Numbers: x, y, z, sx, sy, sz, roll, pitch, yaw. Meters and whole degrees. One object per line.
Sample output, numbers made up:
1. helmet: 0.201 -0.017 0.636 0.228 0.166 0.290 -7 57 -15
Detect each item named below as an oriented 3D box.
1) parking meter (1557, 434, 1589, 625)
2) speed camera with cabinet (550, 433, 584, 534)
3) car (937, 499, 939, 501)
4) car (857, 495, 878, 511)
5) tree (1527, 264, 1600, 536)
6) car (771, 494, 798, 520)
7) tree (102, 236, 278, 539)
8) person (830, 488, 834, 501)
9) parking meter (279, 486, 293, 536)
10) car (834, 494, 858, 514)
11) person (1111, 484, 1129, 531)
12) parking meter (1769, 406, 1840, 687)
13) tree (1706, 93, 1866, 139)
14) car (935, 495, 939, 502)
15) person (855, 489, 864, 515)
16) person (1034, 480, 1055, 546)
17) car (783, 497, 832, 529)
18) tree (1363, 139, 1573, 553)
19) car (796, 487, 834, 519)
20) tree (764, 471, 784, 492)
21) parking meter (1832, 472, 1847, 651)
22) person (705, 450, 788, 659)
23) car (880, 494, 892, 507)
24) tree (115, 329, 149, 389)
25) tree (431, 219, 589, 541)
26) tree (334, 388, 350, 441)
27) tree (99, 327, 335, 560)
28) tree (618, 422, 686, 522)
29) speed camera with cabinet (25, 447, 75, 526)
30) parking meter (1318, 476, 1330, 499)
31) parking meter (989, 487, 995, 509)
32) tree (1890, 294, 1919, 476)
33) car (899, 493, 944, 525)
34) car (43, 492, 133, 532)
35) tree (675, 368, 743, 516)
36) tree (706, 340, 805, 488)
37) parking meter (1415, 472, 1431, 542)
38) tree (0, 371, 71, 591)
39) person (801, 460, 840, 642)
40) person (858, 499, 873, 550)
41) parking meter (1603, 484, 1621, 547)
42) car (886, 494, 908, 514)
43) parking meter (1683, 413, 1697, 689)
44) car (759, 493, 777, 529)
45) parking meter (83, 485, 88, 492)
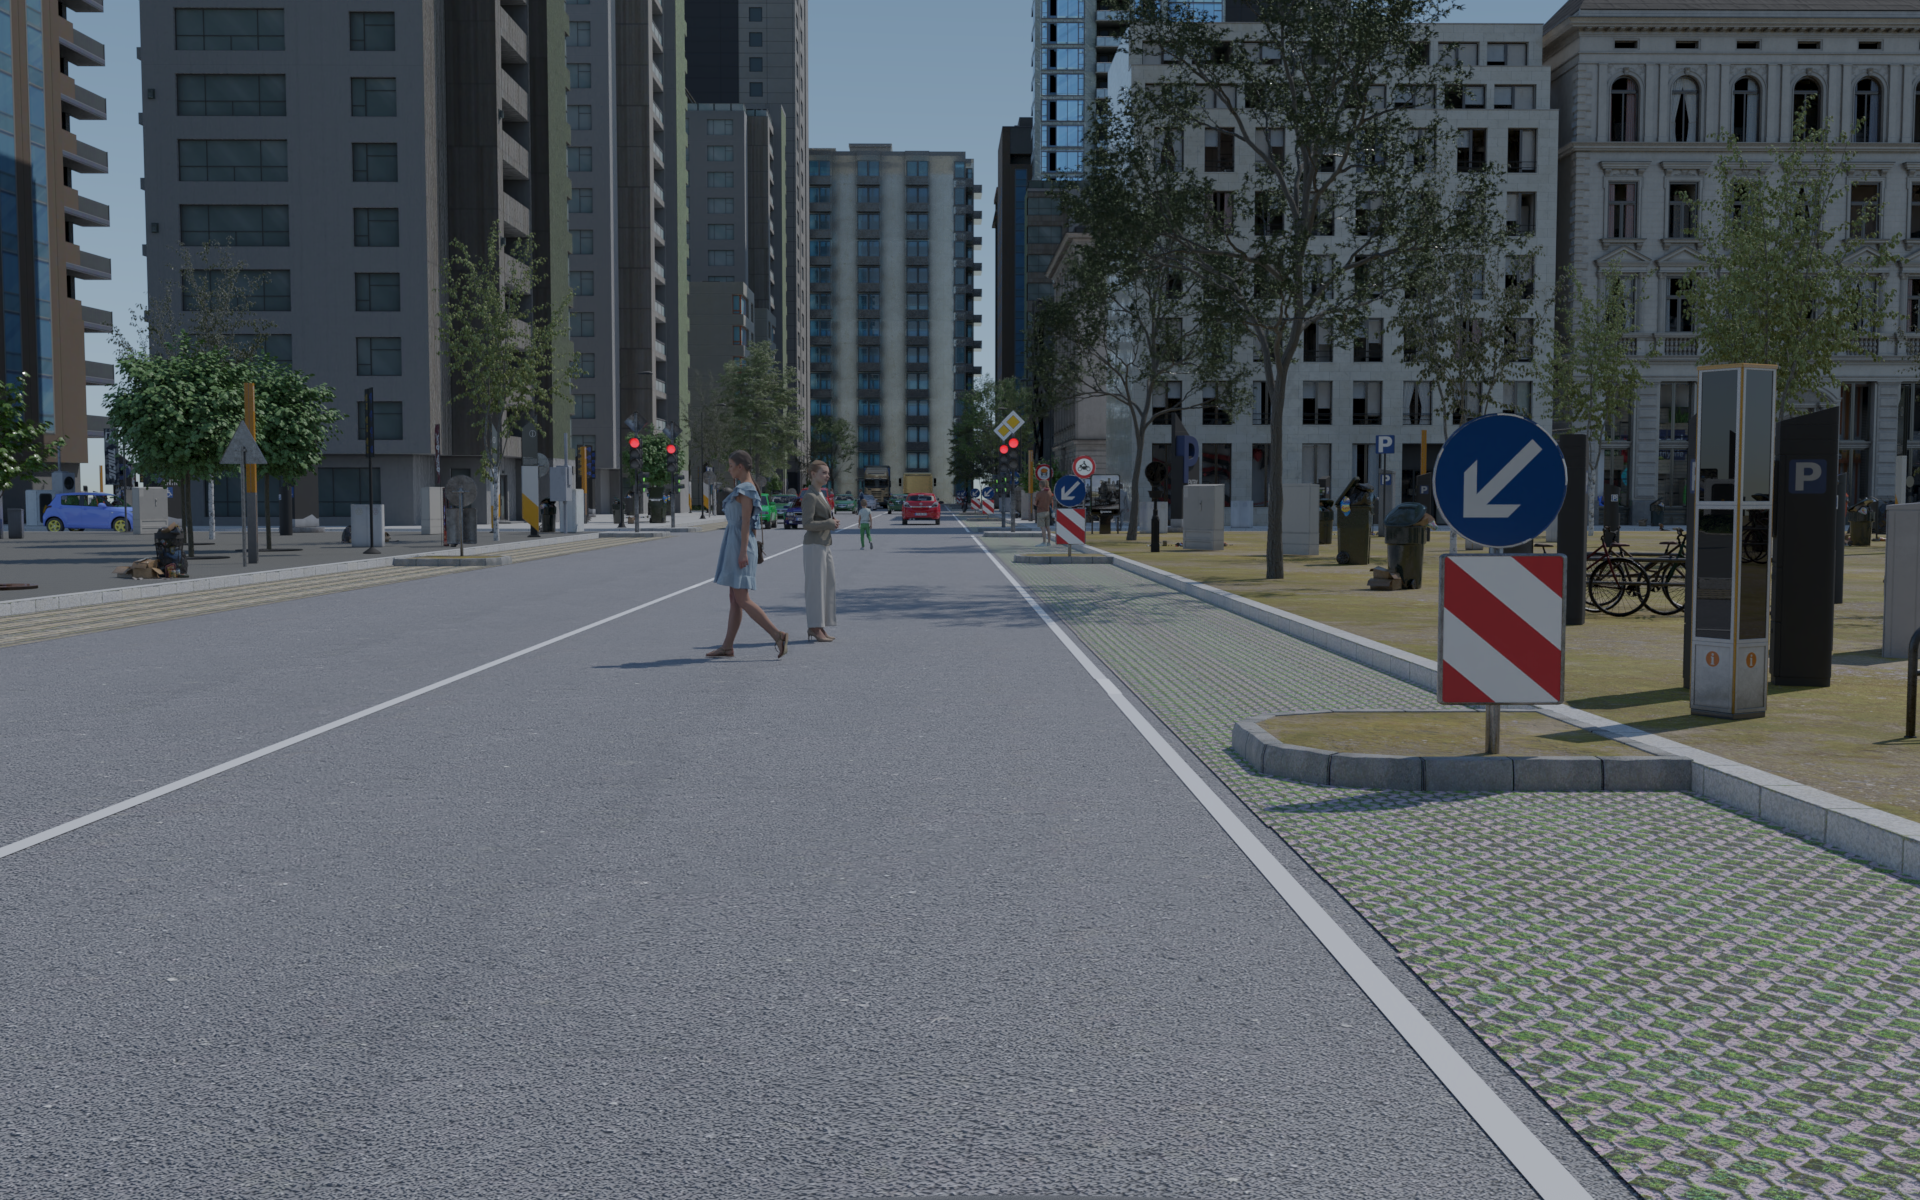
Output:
1. parking meter: 6.041 -0.696 17.086 0.255 1.863 0.399 2 4 24
2. speed camera with cabinet: -12.921 -3.826 56.892 0.660 3.252 2.038 0 4 3
3. car: -2.619 -7.629 136.731 2.014 1.417 4.499 0 4 -1
4. car: -8.259 -8.537 151.944 2.083 1.381 4.827 0 4 -1
5. tree: 19.438 -6.288 53.165 4.737 8.622 4.395 0 3 0
6. car: -8.679 -4.514 85.596 2.131 1.459 4.920 0 4 -1
7. tree: -21.407 -6.019 48.778 4.360 8.622 3.978 0 3 0
8. person: -8.791 -6.667 117.633 0.709 1.813 0.853 2 4 26
9. parking meter: -20.869 -2.764 53.598 0.372 1.533 0.369 0 3 0
10. car: -8.369 -6.922 124.968 2.131 1.459 4.920 0 4 -1
11. person: 5.887 -3.386 63.983 0.709 1.813 0.853 0 4 -7
12. parking meter: 5.638 -0.361 11.617 0.399 1.863 0.255 1 4 19
13. tree: 15.634 -5.056 33.025 4.737 8.622 4.395 0 3 0
14. car: -3.335 -10.986 191.980 2.083 1.381 4.827 0 4 1
15. person: -6.814 -6.709 118.376 0.419 1.800 0.721 -3 5 -40
16. person: 2.304 -2.369 47.213 0.573 1.828 0.580 0 4 1
17. car: -6.263 -3.605 71.524 1.945 1.354 3.894 0 4 1
18. tree: 10.304 -5.223 35.757 4.360 8.622 3.978 0 3 0
19. car: -8.318 -5.536 99.190 2.281 1.827 5.304 0 4 -1
20. tree: -15.050 -8.892 139.979 1.663 3.219 1.824 0 3 0
21. parking meter: 6.990 -0.356 14.234 0.372 1.533 0.369 0 3 0
22. person: -1.845 -0.397 15.084 0.778 1.811 0.616 1 4 15
23. car: -8.314 -11.573 198.810 1.945 1.707 3.694 0 4 1
24. tree: -35.911 -7.817 78.166 4.737 8.622 4.395 0 3 0
25. tree: -12.595 -5.944 47.542 4.737 8.622 4.395 0 3 0
26. tree: -15.564 -3.388 39.102 4.285 4.588 4.351 0 3 0
27. tree: -15.310 -3.100 34.397 4.285 4.588 4.351 0 3 0
28. tree: -13.976 -5.828 79.004 4.285 4.588 4.351 0 3 0
29. speed camera with cabinet: -36.649 -4.615 69.794 0.660 3.252 2.038 1 4 16
30. parking meter: 11.749 -3.073 55.948 0.255 1.863 0.399 2 4 35
31. parking meter: 2.558 -8.096 138.080 0.255 1.863 0.399 3 5 42
32. tree: 25.410 -5.648 42.708 4.360 8.622 3.978 0 3 0
33. car: -1.827 -4.440 81.638 2.155 1.783 4.494 0 4 -1
34. car: -30.928 -3.228 62.365 3.694 1.707 1.945 0 4 0
35. tree: -14.435 -9.190 100.613 4.360 8.622 3.978 0 3 0
36. tree: -14.997 -12.809 127.547 7.486 12.596 7.792 0 3 0
37. parking meter: 12.509 -2.515 46.829 0.399 1.863 0.255 0 4 7
38. tree: -12.911 -1.759 23.361 1.663 3.219 1.824 0 3 0
39. person: -1.341 -0.474 16.794 0.362 1.759 0.519 1 4 9
40. person: -2.422 -1.941 44.484 0.306 1.304 0.590 -2 4 -29
41. parking meter: 15.775 -2.049 41.913 0.372 1.533 0.369 0 3 0
42. car: -4.278 -6.892 124.475 2.131 1.459 4.920 0 4 -1
43. parking meter: 4.912 -0.341 11.291 0.255 1.863 0.399 0 4 6
44. car: -8.601 -3.860 71.910 1.959 1.807 4.718 0 4 -2
45. parking meter: -59.143 -6.817 117.167 0.255 1.863 0.399 -2 4 -34
